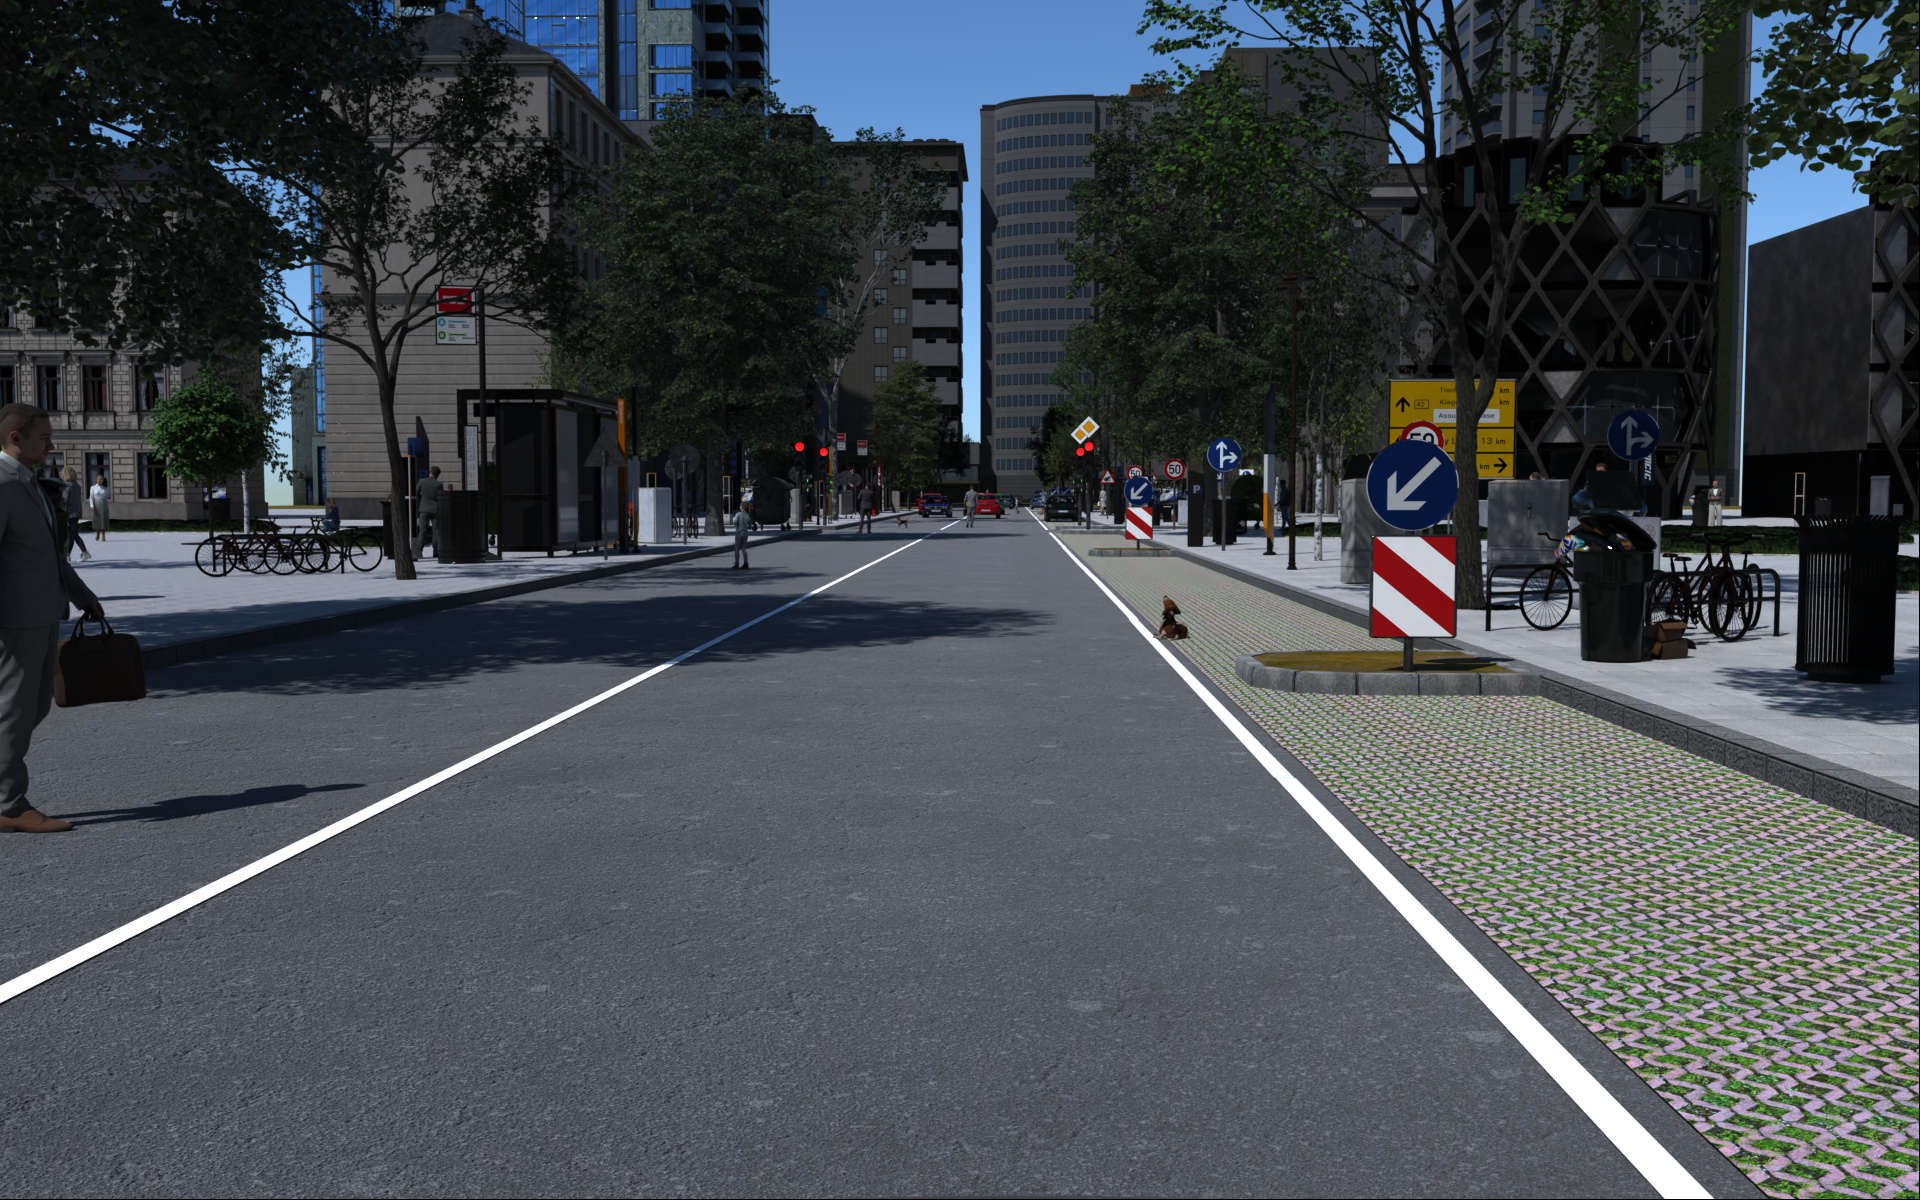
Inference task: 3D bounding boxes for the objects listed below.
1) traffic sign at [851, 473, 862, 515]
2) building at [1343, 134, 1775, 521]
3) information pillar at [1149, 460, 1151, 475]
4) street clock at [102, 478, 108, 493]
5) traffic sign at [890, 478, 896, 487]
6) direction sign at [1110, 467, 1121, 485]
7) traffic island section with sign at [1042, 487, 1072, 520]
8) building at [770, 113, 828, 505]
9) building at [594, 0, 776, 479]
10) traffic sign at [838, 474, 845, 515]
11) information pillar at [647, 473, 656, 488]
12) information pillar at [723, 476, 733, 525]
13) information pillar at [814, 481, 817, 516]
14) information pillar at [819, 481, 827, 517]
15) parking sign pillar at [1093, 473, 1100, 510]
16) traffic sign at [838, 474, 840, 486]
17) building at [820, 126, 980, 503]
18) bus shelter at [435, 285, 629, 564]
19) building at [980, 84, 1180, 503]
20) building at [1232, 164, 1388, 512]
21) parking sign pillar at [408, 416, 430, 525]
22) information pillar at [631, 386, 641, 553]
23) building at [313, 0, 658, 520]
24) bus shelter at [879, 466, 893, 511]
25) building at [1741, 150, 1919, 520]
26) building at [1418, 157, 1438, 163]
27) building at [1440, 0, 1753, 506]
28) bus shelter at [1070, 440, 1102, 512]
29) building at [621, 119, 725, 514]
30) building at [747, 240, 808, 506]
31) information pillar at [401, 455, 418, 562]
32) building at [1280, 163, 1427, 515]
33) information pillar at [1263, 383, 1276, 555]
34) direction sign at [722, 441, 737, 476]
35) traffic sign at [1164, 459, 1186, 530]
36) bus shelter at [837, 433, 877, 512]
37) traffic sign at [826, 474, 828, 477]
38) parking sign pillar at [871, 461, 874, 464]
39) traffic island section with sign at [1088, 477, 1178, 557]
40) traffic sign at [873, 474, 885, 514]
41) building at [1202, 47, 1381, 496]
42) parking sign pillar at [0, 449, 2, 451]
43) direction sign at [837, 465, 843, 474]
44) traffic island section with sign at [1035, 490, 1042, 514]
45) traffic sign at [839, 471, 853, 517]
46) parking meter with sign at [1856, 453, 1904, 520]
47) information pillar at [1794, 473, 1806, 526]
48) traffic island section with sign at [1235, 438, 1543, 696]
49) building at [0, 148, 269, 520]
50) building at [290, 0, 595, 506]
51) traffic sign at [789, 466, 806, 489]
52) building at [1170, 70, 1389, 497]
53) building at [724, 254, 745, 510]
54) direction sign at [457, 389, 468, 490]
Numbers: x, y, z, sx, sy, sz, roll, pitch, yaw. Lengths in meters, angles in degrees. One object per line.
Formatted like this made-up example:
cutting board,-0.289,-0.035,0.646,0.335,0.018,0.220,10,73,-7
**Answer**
traffic sign,-6.385,-6.458,105.689,0.768,2.556,0.104,0,4,2
building,30.127,-13.652,90.654,16.811,18.784,16.820,0,4,2
information pillar,13.146,-7.871,120.046,0.183,3.616,0.504,1,4,15
street clock,-37.484,-4.357,75.811,0.358,2.002,0.471,-3,5,-41
traffic sign,-5.269,-8.487,138.763,0.884,2.594,0.081,1,4,11
direction sign,12.838,-9.218,142.709,0.876,3.537,0.379,1,4,9
traffic island section with sign,5.685,-5.343,95.993,1.989,1.847,2.006,0,4,2
building,-23.214,-33.675,200.702,14.200,45.320,14.600,0,4,2
building,-28.530,-51.857,160.539,22.319,86.520,31.000,0,4,2
traffic sign,-7.063,-6.400,104.743,0.768,2.556,0.104,0,4,3
information pillar,-10.682,-3.395,59.999,0.304,2.012,0.304,-1,4,-16
information pillar,-9.548,-4.085,71.284,0.304,2.012,0.304,1,4,19
information pillar,-8.317,-5.913,101.162,0.304,2.012,0.304,-1,4,-22
information pillar,-7.561,-5.578,95.686,0.304,2.012,0.304,2,4,28
parking sign pillar,10.425,-9.153,138.123,1.447,3.967,1.447,-1,4,-8
traffic sign,-7.583,-6.530,106.865,0.768,2.556,0.104,1,4,12
building,-10.679,-40.789,256.131,27.495,52.752,28.713,0,4,2
bus shelter,-8.901,-3.568,35.971,2.179,5.291,8.768,0,4,2
building,17.084,-43.459,252.560,28.212,58.520,21.231,0,4,2
building,28.394,-19.360,134.554,12.078,24.808,19.932,0,4,2
parking sign pillar,-18.518,-4.333,59.310,1.447,3.967,1.447,-2,4,-29
information pillar,-7.067,-2.836,37.727,0.183,3.616,0.504,0,4,-6
building,-25.348,-18.340,97.123,12.463,27.353,25.104,0,4,2
bus shelter,-6.457,-9.407,131.432,2.179,5.291,8.768,0,4,2
building,52.580,-13.579,89.473,16.811,18.784,16.820,0,4,2
building,74.149,-38.397,251.499,21.600,48.544,21.300,0,4,2
building,70.232,-39.879,194.023,28.212,58.520,21.231,0,4,2
bus shelter,9.169,-9.077,126.036,2.179,5.291,8.768,0,4,2
building,-23.937,-18.455,119.758,12.078,24.808,19.932,0,4,2
building,-24.101,-25.256,184.637,14.160,30.474,14.107,0,4,2
information pillar,-10.486,-1.732,32.805,0.304,2.012,0.304,0,4,5
building,29.222,-16.566,112.655,13.314,21.916,24.055,0,4,2
information pillar,6.477,-2.746,36.250,0.183,3.616,0.504,2,4,28
direction sign,-9.900,-4.986,73.521,0.876,3.537,0.379,-1,4,-15
traffic sign,7.698,-3.795,62.150,0.768,2.556,0.104,0,4,4
bus shelter,-7.087,-8.498,116.582,2.179,5.291,8.768,0,4,2
traffic sign,-7.064,-5.797,94.890,0.768,2.556,0.104,1,4,8
parking sign pillar,-7.111,-9.217,139.176,1.447,3.967,1.447,-1,4,-8
traffic island section with sign,3.979,-1.926,40.116,1.989,1.847,2.006,0,4,2
traffic sign,-5.128,-6.680,109.326,0.768,2.556,0.104,0,4,5
building,30.919,-29.289,162.468,14.154,41.232,14.086,0,4,2
parking sign pillar,-39.889,-5.111,72.030,1.447,3.967,1.447,1,4,8
direction sign,-8.731,-8.345,128.440,0.876,3.537,0.379,-3,5,-40
traffic island section with sign,6.502,-6.994,122.987,1.989,1.847,2.006,0,4,2
traffic sign,-6.162,-5.721,93.647,0.768,2.556,0.104,0,4,4
parking meter with sign,38.467,-4.656,72.388,1.738,3.016,0.543,2,4,33
information pillar,28.886,-3.368,59.567,0.304,2.012,0.304,2,4,32
traffic island section with sign,3.154,-0.278,13.173,1.989,1.847,2.006,0,4,2
building,-47.114,-13.780,89.935,19.286,19.102,10.561,0,4,2
building,-60.007,-54.099,197.196,31.000,86.520,22.319,0,4,2
traffic sign,-7.223,-4.702,76.977,0.768,2.556,0.104,0,4,6
building,35.424,-34.948,195.098,21.300,48.544,21.600,0,4,2
building,-24.479,-18.838,137.676,12.332,23.373,15.834,0,4,2
direction sign,-10.849,-2.803,37.828,0.379,3.537,0.876,0,4,-4
